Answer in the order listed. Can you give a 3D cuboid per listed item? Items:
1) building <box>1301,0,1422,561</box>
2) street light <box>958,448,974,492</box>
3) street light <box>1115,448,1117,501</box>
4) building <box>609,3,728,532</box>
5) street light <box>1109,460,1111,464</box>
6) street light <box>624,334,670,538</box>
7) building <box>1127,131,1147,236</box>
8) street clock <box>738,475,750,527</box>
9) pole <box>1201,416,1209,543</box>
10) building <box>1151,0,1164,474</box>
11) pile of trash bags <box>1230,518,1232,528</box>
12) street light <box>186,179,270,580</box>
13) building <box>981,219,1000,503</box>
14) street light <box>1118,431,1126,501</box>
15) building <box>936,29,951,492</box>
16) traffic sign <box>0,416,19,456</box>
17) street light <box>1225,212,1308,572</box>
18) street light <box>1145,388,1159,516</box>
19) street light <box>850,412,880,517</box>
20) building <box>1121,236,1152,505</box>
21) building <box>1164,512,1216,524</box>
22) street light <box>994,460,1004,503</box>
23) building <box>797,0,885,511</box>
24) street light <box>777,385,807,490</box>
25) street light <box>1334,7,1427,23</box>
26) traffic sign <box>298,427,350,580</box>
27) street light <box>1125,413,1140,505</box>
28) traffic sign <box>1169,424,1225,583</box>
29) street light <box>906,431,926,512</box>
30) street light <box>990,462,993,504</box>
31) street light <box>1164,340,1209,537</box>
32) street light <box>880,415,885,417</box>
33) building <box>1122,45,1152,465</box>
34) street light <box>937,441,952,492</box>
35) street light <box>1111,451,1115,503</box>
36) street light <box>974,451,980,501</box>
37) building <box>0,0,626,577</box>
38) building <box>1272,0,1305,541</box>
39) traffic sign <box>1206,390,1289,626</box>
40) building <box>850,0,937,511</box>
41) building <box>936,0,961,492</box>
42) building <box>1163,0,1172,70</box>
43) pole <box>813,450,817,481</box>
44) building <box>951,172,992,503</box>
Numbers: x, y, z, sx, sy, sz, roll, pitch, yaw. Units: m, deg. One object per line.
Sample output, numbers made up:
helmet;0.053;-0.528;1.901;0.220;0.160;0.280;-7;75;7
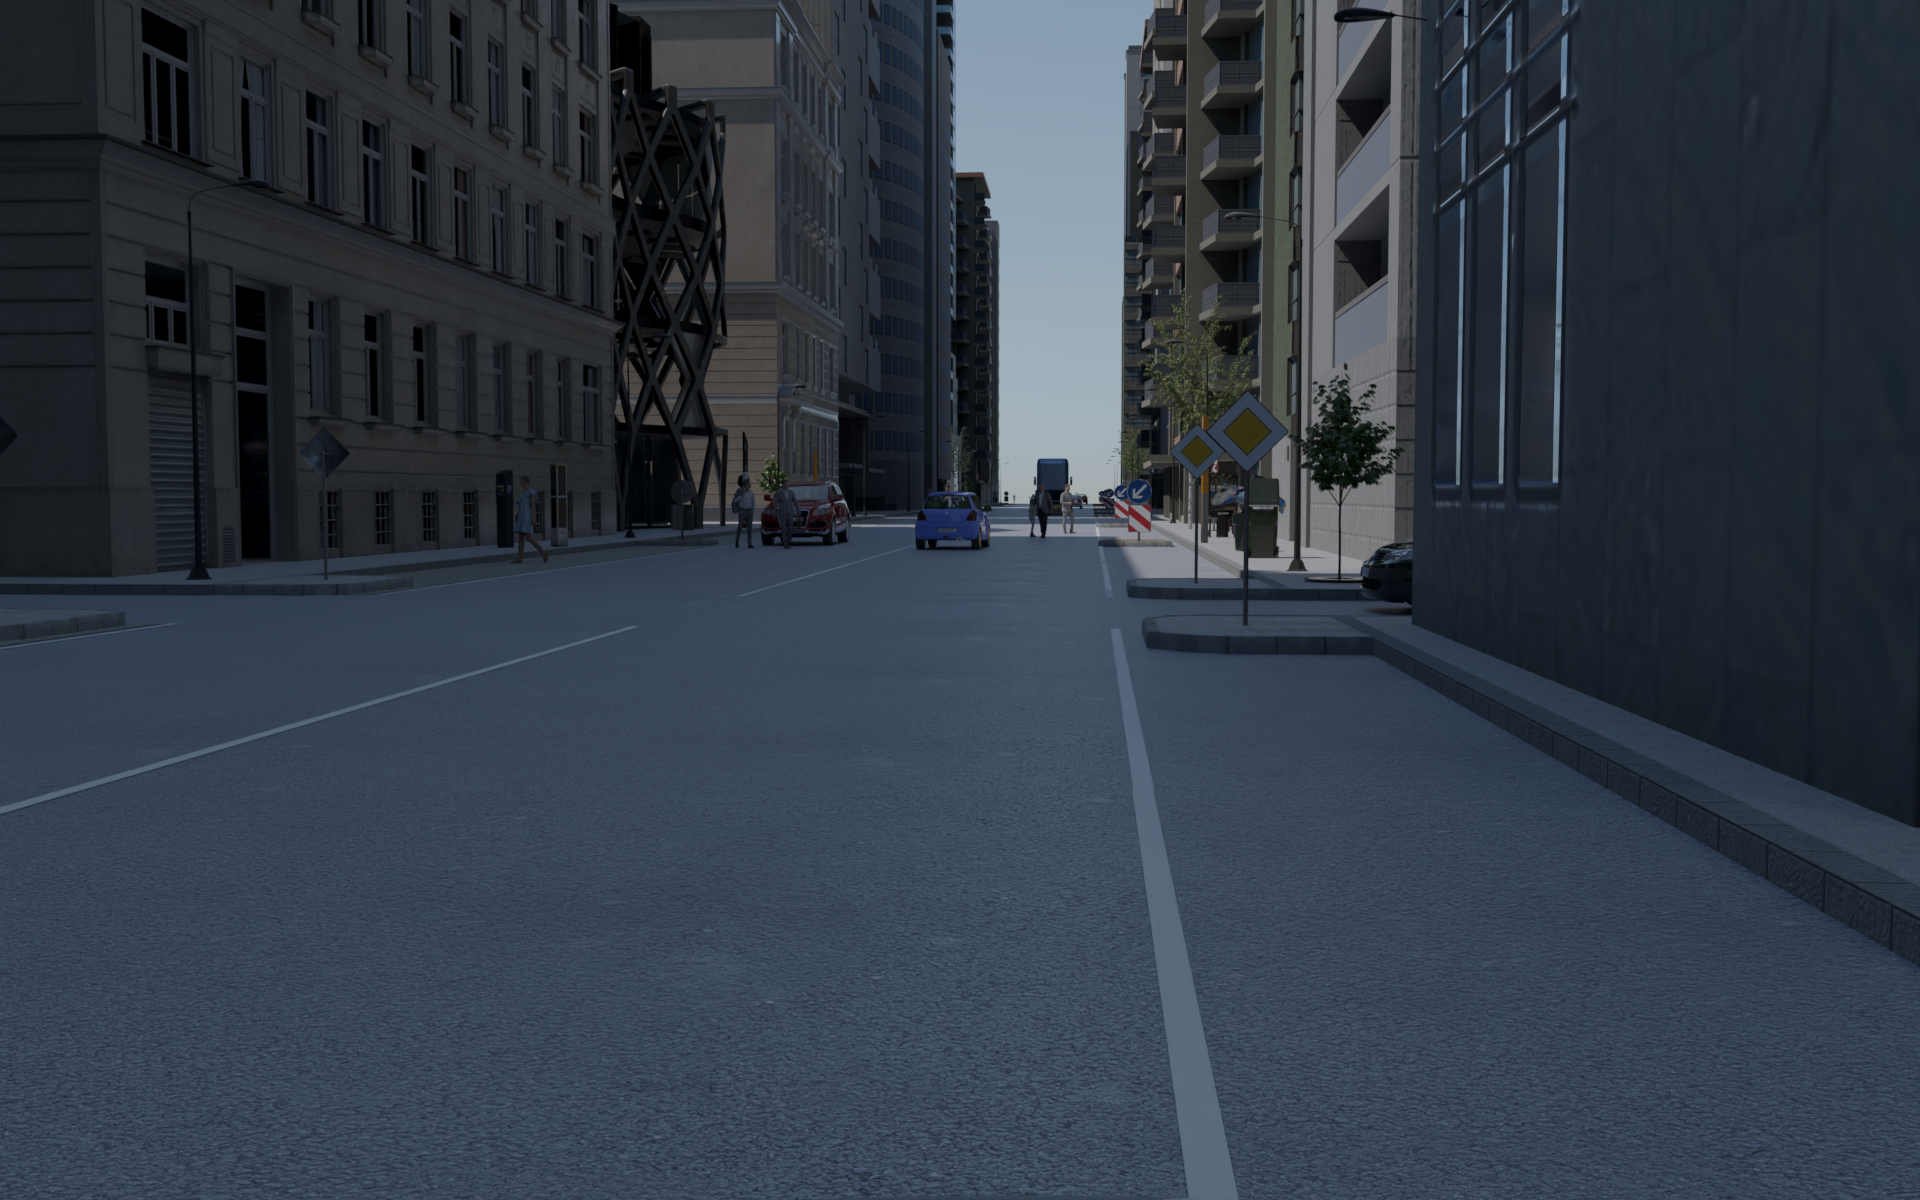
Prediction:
building;21.788;-29.941;31.539;28.212;58.520;21.231;0;4;4
street light;0.409;-12.320;173.978;1.470;5.913;1.316;0;4;4
street light;14.596;-10.986;152.160;1.470;5.913;1.316;0;4;4
building;-17.519;-12.083;65.007;16.820;18.784;16.811;0;4;4
street light;17.159;-13.154;187.609;1.470;5.913;1.316;0;4;4
street light;-9.113;-4.765;50.452;1.470;5.913;1.316;0;4;4
building;27.160;-34.151;208.483;14.600;45.320;14.200;0;4;4
street clock;-8.204;-3.740;65.726;0.471;2.002;0.358;3;5;43
pole;6.403;-3.146;45.278;0.158;3.312;0.155;0;3;0
building;28.447;-33.125;130.840;28.713;52.752;27.495;0;4;4
pile of trash bags;11.182;-3.448;66.127;1.912;1.369;3.447;-1;4;-12
street light;-10.885;-3.256;25.772;1.470;5.913;1.316;0;4;4
building;-1.626;-34.769;252.059;14.154;41.232;14.086;0;4;4
street light;12.653;-9.524;128.257;1.470;5.913;1.316;0;4;4
building;-8.335;-31.525;165.542;14.600;45.320;14.200;0;4;4
traffic sign;-10.071;-0.869;17.850;0.795;2.450;0.064;0;4;4
street light;5.067;-3.433;28.672;1.470;5.913;1.316;0;4;4
street light;8.813;-6.320;75.872;1.470;5.913;1.316;0;4;4
street light;-5.478;-7.654;97.681;1.470;5.913;1.316;0;4;4
building;25.321;-25.858;194.473;14.160;30.474;14.107;0;4;4
building;19.925;-26.095;81.270;22.147;44.769;28.867;0;4;4
street light;4.766;-15.927;232.941;1.470;5.913;1.316;0;4;4
building;-19.947;-32.191;115.560;28.713;52.752;27.495;0;4;4
street light;-7.235;-6.209;74.051;1.470;5.913;1.316;0;4;4
street light;4.270;-2.699;16.675;1.470;5.913;1.316;0;4;4
traffic sign;-9.467;-1.356;25.812;0.795;2.450;0.064;0;4;4
street light;10.418;-7.765;99.492;1.470;5.913;1.316;0;4;4
traffic sign;3.389;-1.295;24.821;0.795;2.450;0.064;0;4;4
street light;-3.213;-9.431;126.744;1.470;5.913;1.316;0;4;4
street light;2.867;-14.440;208.635;1.470;5.913;1.316;0;4;4
street light;6.902;-4.877;52.275;1.470;5.913;1.316;0;4;4
street light;-5.108;-7.946;102.461;1.470;5.913;1.316;0;4;4
building;32.141;-42.014;228.931;21.231;58.520;28.212;0;4;4
street light;-1.406;-10.875;150.349;1.470;5.913;1.316;0;4;4
street light;16.321;-12.441;175.945;1.470;5.913;1.316;0;4;4
street light;1.128;-12.996;185.025;1.470;5.913;1.316;0;4;4
building;-19.204;-12.683;40.646;16.112;22.955;30.059;0;4;4
building;16.472;-17.171;52.450;14.160;30.474;14.107;0;4;4
traffic sign;2.785;-0.808;16.859;0.795;2.450;0.064;0;4;4
building;-13.662;-36.810;143.842;21.231;58.520;28.212;0;4;4
building;-10.604;-54.221;199.182;22.319;86.520;31.000;0;4;4
building;20.183;-28.178;110.823;14.600;45.320;14.200;0;4;4
pole;-6.729;-5.306;80.603;0.158;3.312;0.155;0;3;0
building;-7.297;-35.219;230.457;22.147;44.769;28.867;0;4;4
